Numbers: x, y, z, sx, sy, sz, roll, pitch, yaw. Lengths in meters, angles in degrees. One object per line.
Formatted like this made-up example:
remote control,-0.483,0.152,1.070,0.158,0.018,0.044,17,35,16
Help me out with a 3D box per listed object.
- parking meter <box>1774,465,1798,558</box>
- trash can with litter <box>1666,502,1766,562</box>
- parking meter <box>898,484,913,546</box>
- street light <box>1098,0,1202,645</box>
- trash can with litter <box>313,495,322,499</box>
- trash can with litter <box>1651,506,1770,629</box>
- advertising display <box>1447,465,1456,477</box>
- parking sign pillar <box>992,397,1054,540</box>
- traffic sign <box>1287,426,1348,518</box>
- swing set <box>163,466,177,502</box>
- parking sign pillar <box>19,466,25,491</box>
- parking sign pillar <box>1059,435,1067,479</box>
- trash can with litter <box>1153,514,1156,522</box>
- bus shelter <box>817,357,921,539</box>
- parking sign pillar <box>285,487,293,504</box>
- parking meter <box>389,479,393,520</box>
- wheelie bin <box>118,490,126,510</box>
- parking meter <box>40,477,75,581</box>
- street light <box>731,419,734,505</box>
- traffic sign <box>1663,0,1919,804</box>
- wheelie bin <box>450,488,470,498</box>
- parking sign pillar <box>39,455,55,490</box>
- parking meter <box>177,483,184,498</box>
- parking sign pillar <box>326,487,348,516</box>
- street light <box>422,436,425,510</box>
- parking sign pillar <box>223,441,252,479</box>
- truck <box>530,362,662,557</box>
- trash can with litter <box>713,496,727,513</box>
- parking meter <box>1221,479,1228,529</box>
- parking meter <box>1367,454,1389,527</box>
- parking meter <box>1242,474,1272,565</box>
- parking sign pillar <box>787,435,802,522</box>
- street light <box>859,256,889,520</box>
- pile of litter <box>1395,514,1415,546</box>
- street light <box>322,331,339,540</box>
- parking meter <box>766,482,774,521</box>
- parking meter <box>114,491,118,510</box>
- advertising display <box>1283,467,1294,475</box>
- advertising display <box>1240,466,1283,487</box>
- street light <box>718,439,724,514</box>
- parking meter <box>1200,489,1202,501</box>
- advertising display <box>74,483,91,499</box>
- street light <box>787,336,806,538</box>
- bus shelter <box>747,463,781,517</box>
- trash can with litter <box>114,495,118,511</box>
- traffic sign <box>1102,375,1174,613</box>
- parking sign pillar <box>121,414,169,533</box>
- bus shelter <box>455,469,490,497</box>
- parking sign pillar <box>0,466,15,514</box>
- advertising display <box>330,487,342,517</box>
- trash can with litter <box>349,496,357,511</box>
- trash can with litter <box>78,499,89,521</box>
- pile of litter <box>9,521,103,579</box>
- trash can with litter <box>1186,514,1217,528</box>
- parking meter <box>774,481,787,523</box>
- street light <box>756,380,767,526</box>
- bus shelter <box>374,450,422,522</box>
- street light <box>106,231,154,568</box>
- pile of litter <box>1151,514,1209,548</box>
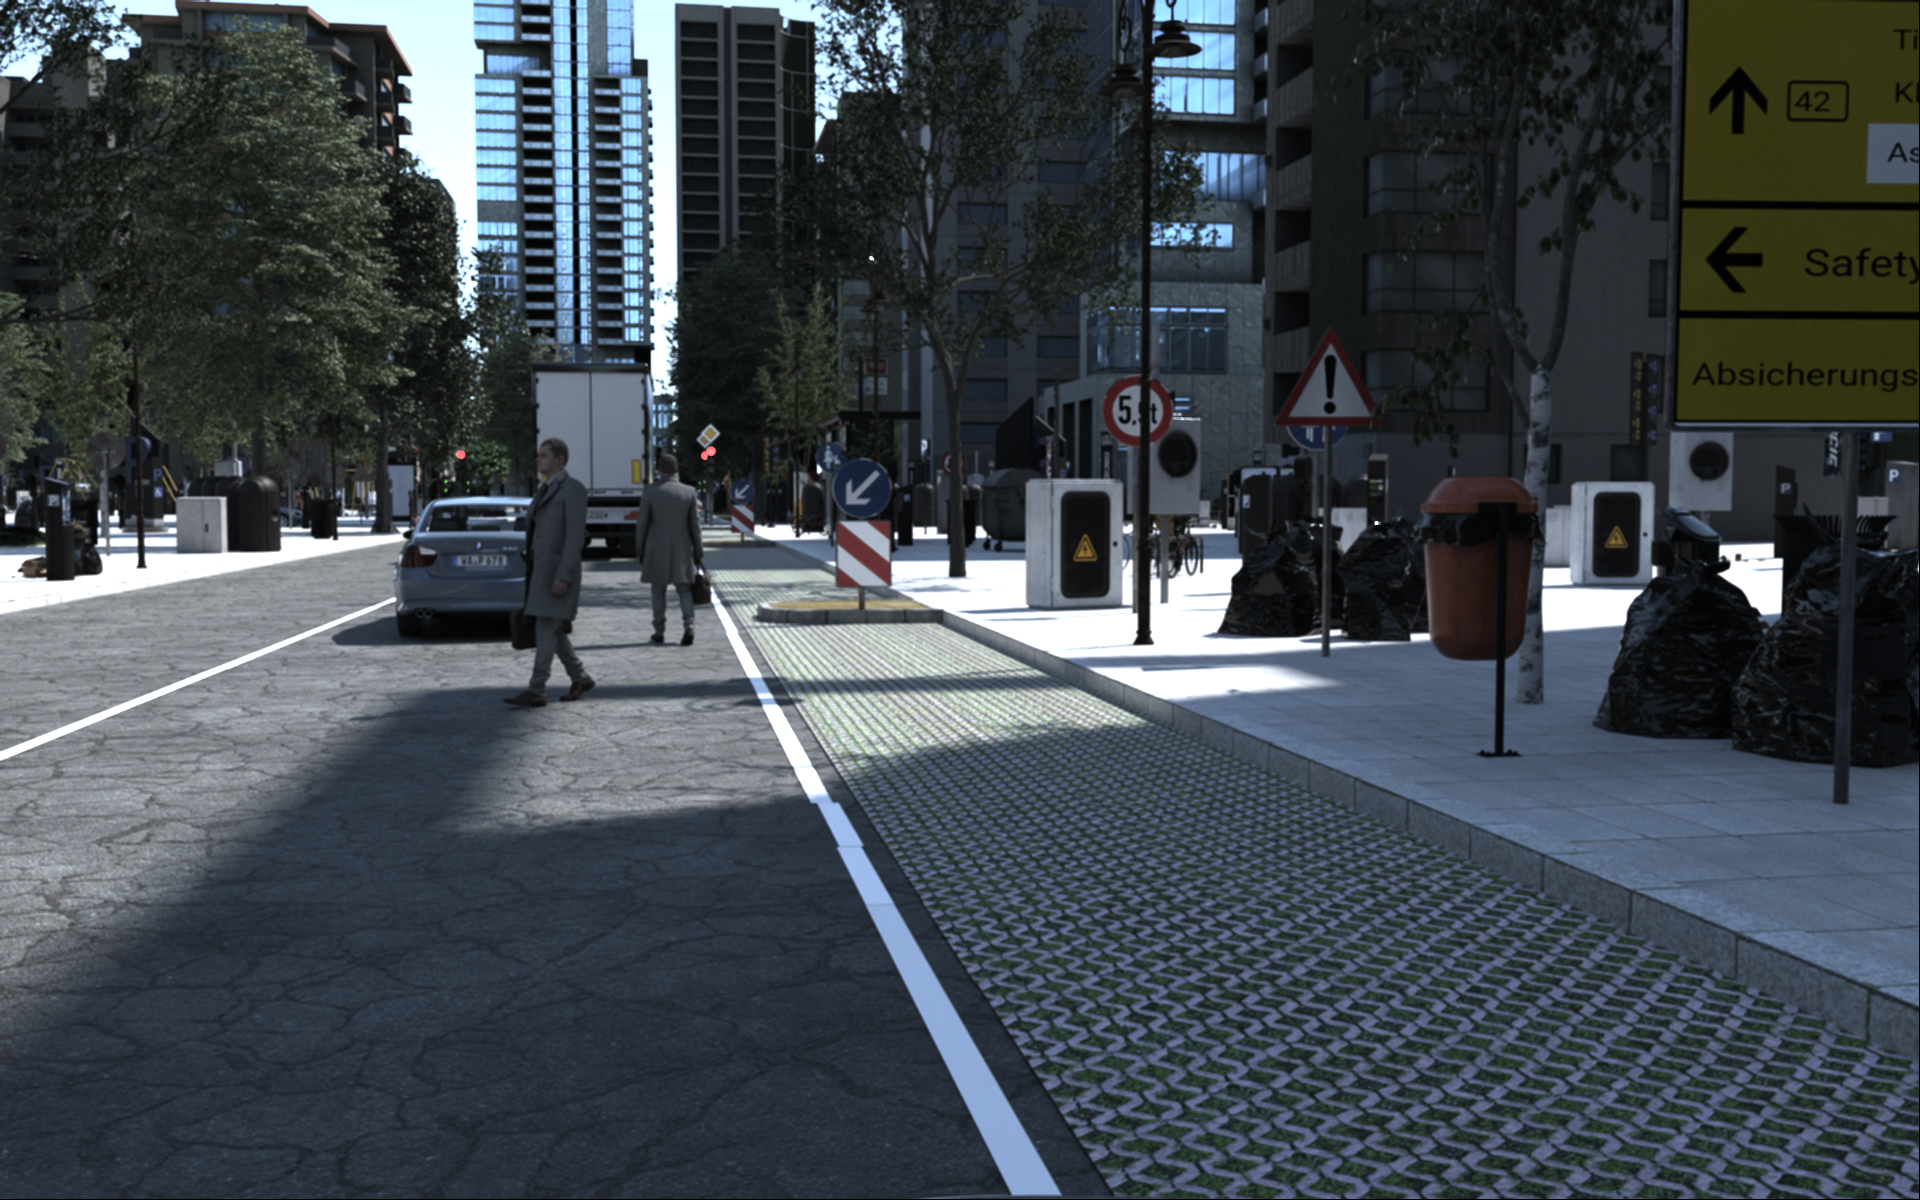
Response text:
parking meter,16.600,-1.779,34.804,0.399,1.863,0.255,2,4,28
trash can with litter,14.274,-1.362,33.334,2.233,1.210,1.678,2,4,31
parking meter,-1.361,-2.119,43.055,0.372,1.533,0.369,0,3,0
street light,1.569,-2.558,14.604,0.468,5.910,1.993,-1,4,-10
trash can with litter,-40.470,-5.929,107.997,2.233,1.210,1.678,-3,4,-36
trash can with litter,6.959,-0.284,16.033,0.624,1.170,1.055,-3,4,-37
advertising display,11.200,-2.097,39.500,0.123,1.923,0.974,1,4,20
parking sign pillar,1.620,-3.686,48.733,1.447,3.967,1.447,3,5,43
traffic sign,4.127,-1.223,20.105,0.768,2.556,0.104,0,4,-7
swing set,-44.756,-6.070,96.866,2.862,2.851,3.119,-2,4,-32
parking sign pillar,-74.447,-9.101,137.278,1.447,3.967,1.447,-1,4,-19
parking sign pillar,3.029,-4.340,59.433,1.447,3.967,1.447,3,5,42
trash can with litter,9.273,-4.219,80.375,1.055,1.170,0.624,3,5,39
bus shelter,-2.716,-4.294,47.842,2.179,5.291,8.768,-1,4,-10
parking sign pillar,-45.949,-8.025,119.685,1.447,3.967,1.447,-1,4,-23
parking meter,-22.017,-3.726,66.632,0.255,1.863,0.399,0,4,2
wheelie bin,-41.097,-4.748,85.538,0.980,1.594,0.693,0,4,5
parking meter,-13.363,-1.057,25.690,0.372,1.533,0.369,0,3,0
street light,-12.459,-7.461,94.775,0.468,5.910,1.993,-1,4,-10
traffic sign,3.979,-0.809,7.101,2.265,3.308,0.079,0,4,-3
wheelie bin,-24.482,-4.709,84.897,0.980,1.594,0.693,-1,4,-18
parking sign pillar,-62.083,-7.931,118.143,1.447,3.967,1.447,-1,4,-13
parking meter,-41.206,-5.256,91.652,0.399,1.863,0.255,-2,4,-26
parking sign pillar,-35.956,-6.790,99.489,1.447,3.967,1.447,-3,5,-44
street light,-20.639,-5.735,66.558,0.468,5.910,1.993,-1,4,-10
parking sign pillar,-36.725,-6.092,88.084,1.447,3.967,1.447,3,5,43
truck,-8.762,-3.273,42.430,2.839,4.237,11.283,-1,4,-9
trash can with litter,-16.513,-6.563,118.700,1.055,1.170,0.624,0,4,0
parking meter,9.744,-3.520,63.262,0.399,1.863,0.255,1,4,23
parking meter,6.054,-1.188,25.132,0.255,1.863,0.399,1,4,21
parking meter,3.854,-0.860,22.478,0.372,1.533,0.369,0,3,0
parking sign pillar,-7.683,-5.570,79.548,1.447,3.967,1.447,-1,4,-12
street light,-1.587,-3.674,32.861,0.468,5.910,1.993,-1,4,-10
pile of litter,9.739,-1.405,36.942,1.176,0.858,1.719,3,4,39
street light,-17.314,-4.590,47.842,0.468,5.910,1.993,-1,4,-10
parking meter,-8.859,-4.609,81.075,0.399,1.863,0.255,3,5,39
parking meter,-68.662,-8.114,141.066,0.372,1.533,0.369,0,3,0
advertising display,7.647,-2.173,40.743,0.974,1.923,0.123,-1,4,-11
advertising display,6.887,-2.117,39.833,0.974,1.923,0.123,3,4,36
street light,-15.673,-8.604,113.460,0.468,5.910,1.993,-1,4,-10
parking meter,11.701,-4.685,85.012,0.372,1.533,0.369,0,3,0
advertising display,-49.497,-5.659,97.738,0.123,1.923,0.974,2,4,30
street light,-4.787,-4.779,50.917,0.468,5.910,1.993,-1,4,-10
bus shelter,-10.826,-6.221,95.630,2.014,3.302,5.546,-1,4,-10
trash can with litter,-65.141,-7.510,133.842,1.678,1.210,2.233,-3,5,-44
traffic sign,1.899,-1.131,18.604,0.768,2.556,0.104,0,4,-1
parking sign pillar,-27.292,-4.247,57.911,1.447,3.967,1.447,2,4,24
bus shelter,-28.717,-6.821,102.802,1.731,3.624,6.357,-1,4,-10
parking sign pillar,-61.279,-7.471,110.625,1.447,3.967,1.447,-1,4,-15
advertising display,-34.895,-5.609,96.917,0.974,1.923,0.123,2,4,31
trash can with litter,-46.732,-7.505,134.101,1.055,1.170,0.624,-1,4,-17
trash can with litter,-41.957,-4.383,83.047,1.055,1.170,0.624,0,4,-2
pile of litter,-14.176,-0.804,27.105,1.176,0.858,1.719,1,4,19
trash can with litter,9.047,-3.319,65.321,2.233,1.210,1.678,3,5,45
parking meter,-7.901,-4.347,76.780,0.399,1.863,0.255,2,4,35
street light,-7.857,-5.884,68.995,0.468,5.910,1.993,-1,4,-10
bus shelter,-26.568,-5.449,83.021,2.014,3.302,5.546,-1,4,-10
street light,-14.152,-3.486,29.780,0.468,5.910,1.993,-1,4,-10
pile of litter,5.207,-1.717,42.035,1.176,0.858,1.719,-3,5,-40
